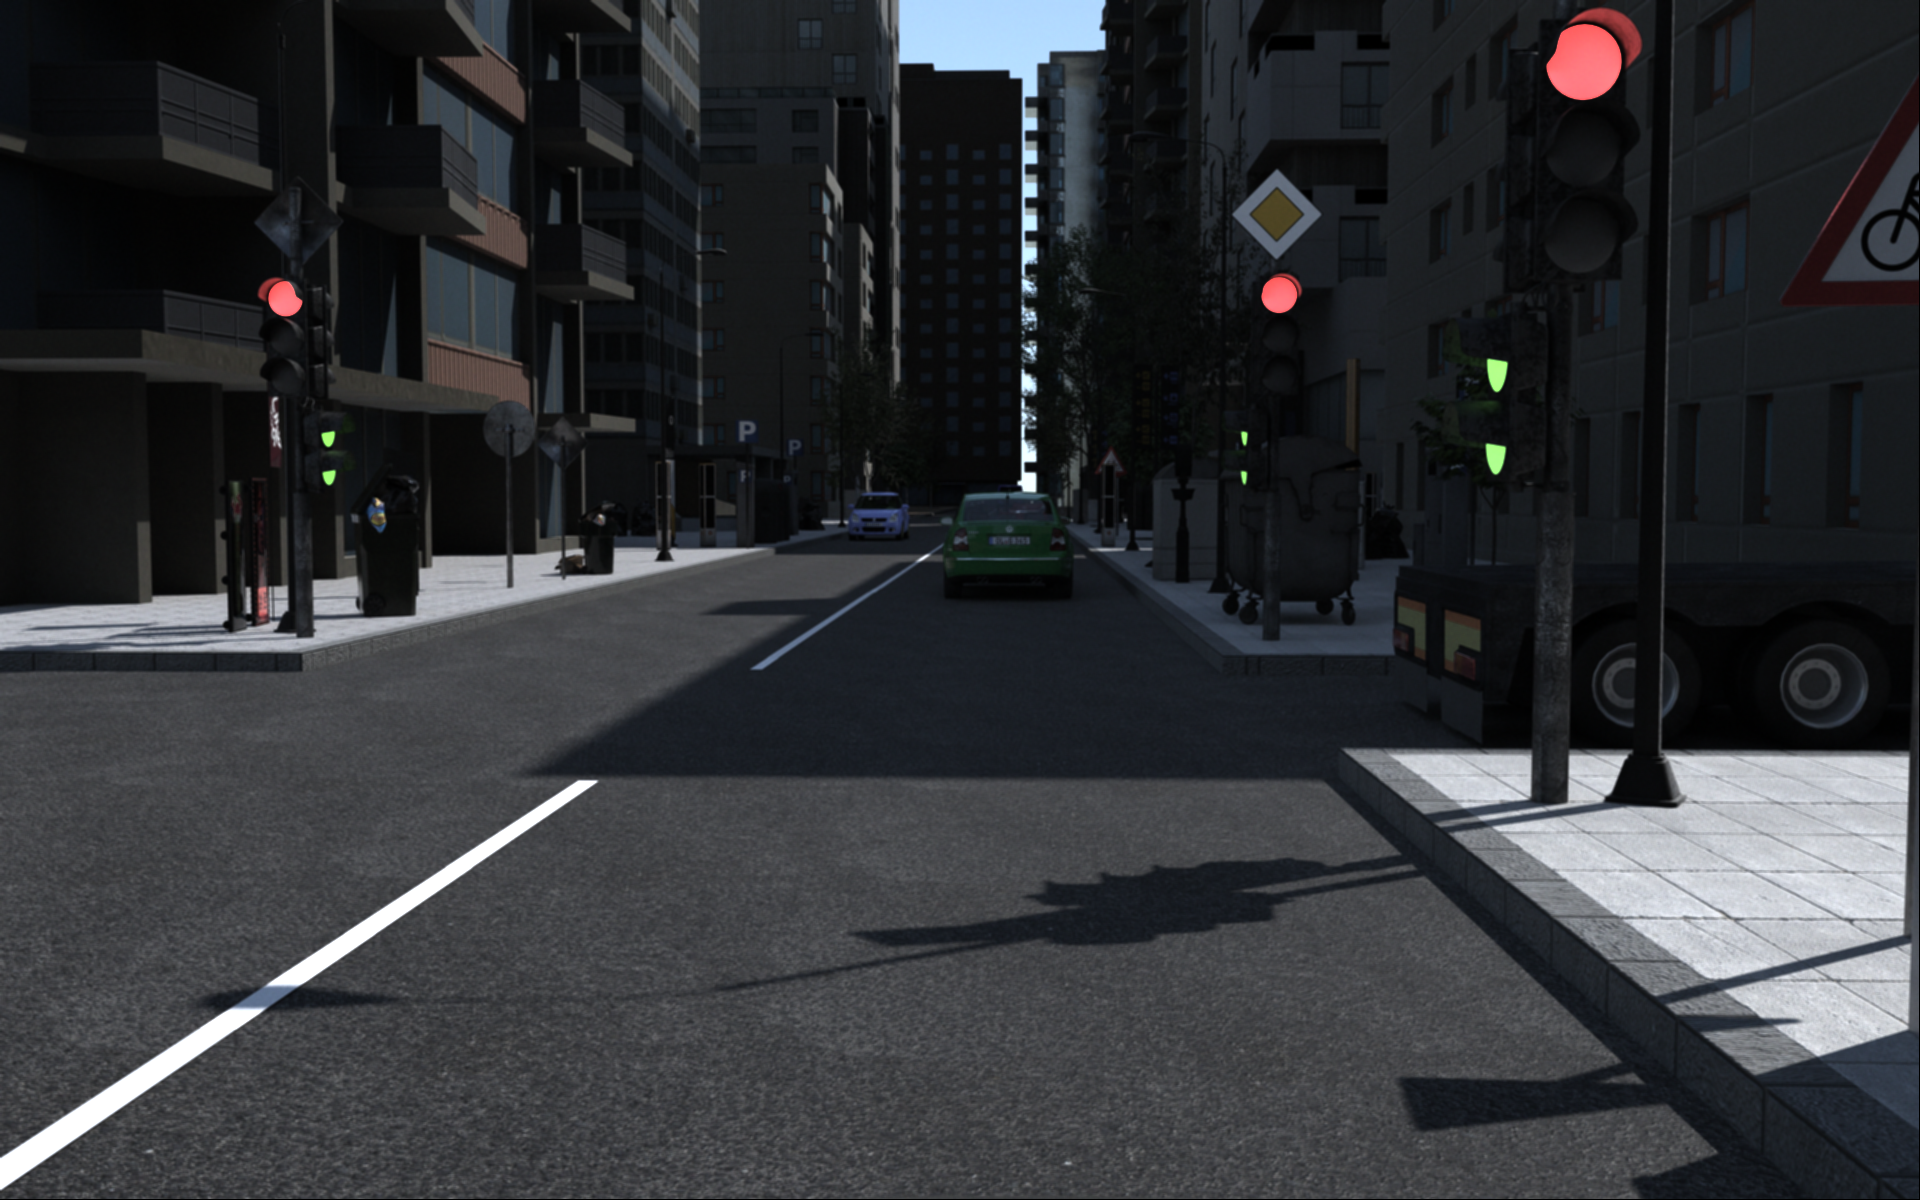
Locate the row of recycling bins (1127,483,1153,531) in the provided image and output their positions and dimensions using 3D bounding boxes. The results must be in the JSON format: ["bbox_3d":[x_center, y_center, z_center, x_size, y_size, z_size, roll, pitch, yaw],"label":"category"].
[{"bbox_3d":[7.323,-3.289,60.896,3.534,1.692,1.069,3,5,44],"label":"row of recycling bins"}]

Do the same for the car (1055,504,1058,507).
[{"bbox_3d":[2.270,-3.090,59.559,2.155,1.783,4.494,0,4,4],"label":"car"}]

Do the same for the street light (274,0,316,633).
[{"bbox_3d":[-5.653,-2.653,15.923,1.470,5.913,1.316,0,4,2],"label":"street light"}]

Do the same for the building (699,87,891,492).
[{"bbox_3d":[-12.567,-21.707,126.610,14.160,30.474,14.107,0,4,2],"label":"building"}]

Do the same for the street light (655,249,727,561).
[{"bbox_3d":[-5.119,-3.696,32.973,1.470,5.913,1.316,0,4,2],"label":"street light"}]

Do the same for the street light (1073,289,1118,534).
[{"bbox_3d":[3.384,-4.082,39.283,1.470,5.913,1.316,0,4,2],"label":"street light"}]

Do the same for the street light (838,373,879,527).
[{"bbox_3d":[-4.008,-5.749,66.534,1.470,5.913,1.316,0,4,2],"label":"street light"}]

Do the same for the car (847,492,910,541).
[{"bbox_3d":[-2.533,-2.746,54.488,1.945,1.707,3.694,0,4,3],"label":"car"}]

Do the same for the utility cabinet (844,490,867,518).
[{"bbox_3d":[-5.445,-5.018,90.715,1.173,1.500,0.318,0,4,8],"label":"utility cabinet"}]

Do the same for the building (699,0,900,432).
[{"bbox_3d":[-19.030,-34.229,148.884,27.495,52.752,28.713,0,4,2],"label":"building"}]

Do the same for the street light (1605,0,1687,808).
[{"bbox_3d":[2.334,-2.114,7.104,1.470,5.913,1.316,0,4,2],"label":"street light"}]

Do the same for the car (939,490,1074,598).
[{"bbox_3d":[0.667,-1.001,25.160,1.959,1.807,4.718,0,4,0],"label":"car"}]

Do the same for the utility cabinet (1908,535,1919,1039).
[{"bbox_3d":[2.351,0.463,3.599,0.306,1.237,1.020,0,4,7],"label":"utility cabinet"}]

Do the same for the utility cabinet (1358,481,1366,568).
[{"bbox_3d":[6.338,-1.286,29.708,1.173,1.500,0.318,1,4,21],"label":"utility cabinet"}]

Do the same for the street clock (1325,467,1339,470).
[{"bbox_3d":[9.853,-2.537,46.044,0.471,2.002,0.358,-2,4,-28],"label":"street clock"}]

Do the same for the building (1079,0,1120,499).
[{"bbox_3d":[21.171,-43.607,151.227,20.563,71.187,20.611,0,4,2],"label":"building"}]

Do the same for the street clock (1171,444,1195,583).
[{"bbox_3d":[3.222,-1.252,25.034,0.358,2.002,0.471,0,4,4],"label":"street clock"}]

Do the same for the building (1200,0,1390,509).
[{"bbox_3d":[24.775,-29.469,71.049,28.713,52.752,27.495,0,4,2],"label":"building"}]

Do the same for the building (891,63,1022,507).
[{"bbox_3d":[-0.546,-32.635,183.699,14.200,45.320,14.600,0,4,2],"label":"building"}]

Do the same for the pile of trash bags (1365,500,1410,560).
[{"bbox_3d":[7.569,-1.571,35.443,1.912,1.369,3.447,-2,4,-28],"label":"pile of trash bags"}]

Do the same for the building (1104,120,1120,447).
[{"bbox_3d":[18.112,-22.208,134.797,14.160,30.474,14.107,0,4,2],"label":"building"}]

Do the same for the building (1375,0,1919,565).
[{"bbox_3d":[24.465,-11.245,28.896,28.899,21.520,27.650,0,4,2],"label":"building"}]

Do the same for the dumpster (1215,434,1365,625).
[{"bbox_3d":[3.367,-0.727,17.646,1.264,1.857,1.865,0,4,2],"label":"dumpster"}]

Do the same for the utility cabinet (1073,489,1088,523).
[{"bbox_3d":[5.251,-4.094,75.623,0.318,1.500,1.173,2,4,24],"label":"utility cabinet"}]

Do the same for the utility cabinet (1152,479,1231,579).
[{"bbox_3d":[3.475,-1.055,25.924,1.173,1.500,0.318,-1,4,-19],"label":"utility cabinet"}]

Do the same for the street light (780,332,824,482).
[{"bbox_3d":[-4.586,-4.723,49.761,1.470,5.913,1.316,0,4,2],"label":"street light"}]

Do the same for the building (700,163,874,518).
[{"bbox_3d":[-20.299,-15.941,105.671,27.650,21.520,28.899,0,4,2],"label":"building"}]

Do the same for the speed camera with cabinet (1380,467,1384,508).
[{"bbox_3d":[13.812,-3.746,55.586,0.660,3.252,2.038,1,4,13],"label":"speed camera with cabinet"}]

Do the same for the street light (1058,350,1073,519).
[{"bbox_3d":[4.003,-5.108,56.055,1.470,5.913,1.316,0,4,2],"label":"street light"}]

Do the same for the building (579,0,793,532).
[{"bbox_3d":[-23.278,-22.904,66.366,32.217,40.220,23.993,0,4,2],"label":"building"}]

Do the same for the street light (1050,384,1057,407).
[{"bbox_3d":[4.589,-6.165,73.332,1.470,5.913,1.316,0,4,2],"label":"street light"}]

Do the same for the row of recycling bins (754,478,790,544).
[{"bbox_3d":[-5.214,-2.408,46.477,1.069,1.692,3.534,0,4,2],"label":"row of recycling bins"}]

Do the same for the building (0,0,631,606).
[{"bbox_3d":[-18.757,-23.062,31.688,22.147,44.769,28.867,0,4,2],"label":"building"}]

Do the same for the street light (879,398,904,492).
[{"bbox_3d":[-3.383,-6.803,83.774,1.470,5.913,1.316,0,4,2],"label":"street light"}]

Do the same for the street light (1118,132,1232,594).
[{"bbox_3d":[2.850,-3.047,22.363,1.470,5.913,1.316,0,4,2],"label":"street light"}]

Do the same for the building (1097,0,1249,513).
[{"bbox_3d":[20.373,-27.989,112.245,22.147,44.769,28.867,0,4,2],"label":"building"}]

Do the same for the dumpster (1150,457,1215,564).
[{"bbox_3d":[3.782,-1.372,28.187,1.264,1.857,1.865,0,4,2],"label":"dumpster"}]

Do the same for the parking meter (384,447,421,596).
[{"bbox_3d":[-7.023,-0.986,21.828,0.399,1.863,0.255,-2,4,-31],"label":"parking meter"}]

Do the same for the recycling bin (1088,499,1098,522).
[{"bbox_3d":[6.470,-4.204,81.290,0.722,1.027,0.722,-2,4,-35],"label":"recycling bin"}]

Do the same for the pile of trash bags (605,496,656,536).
[{"bbox_3d":[-10.787,-2.639,52.903,3.447,1.369,1.912,-1,4,-8],"label":"pile of trash bags"}]

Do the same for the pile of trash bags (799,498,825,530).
[{"bbox_3d":[-5.955,-3.214,62.299,1.912,1.369,3.447,-1,4,-12],"label":"pile of trash bags"}]
